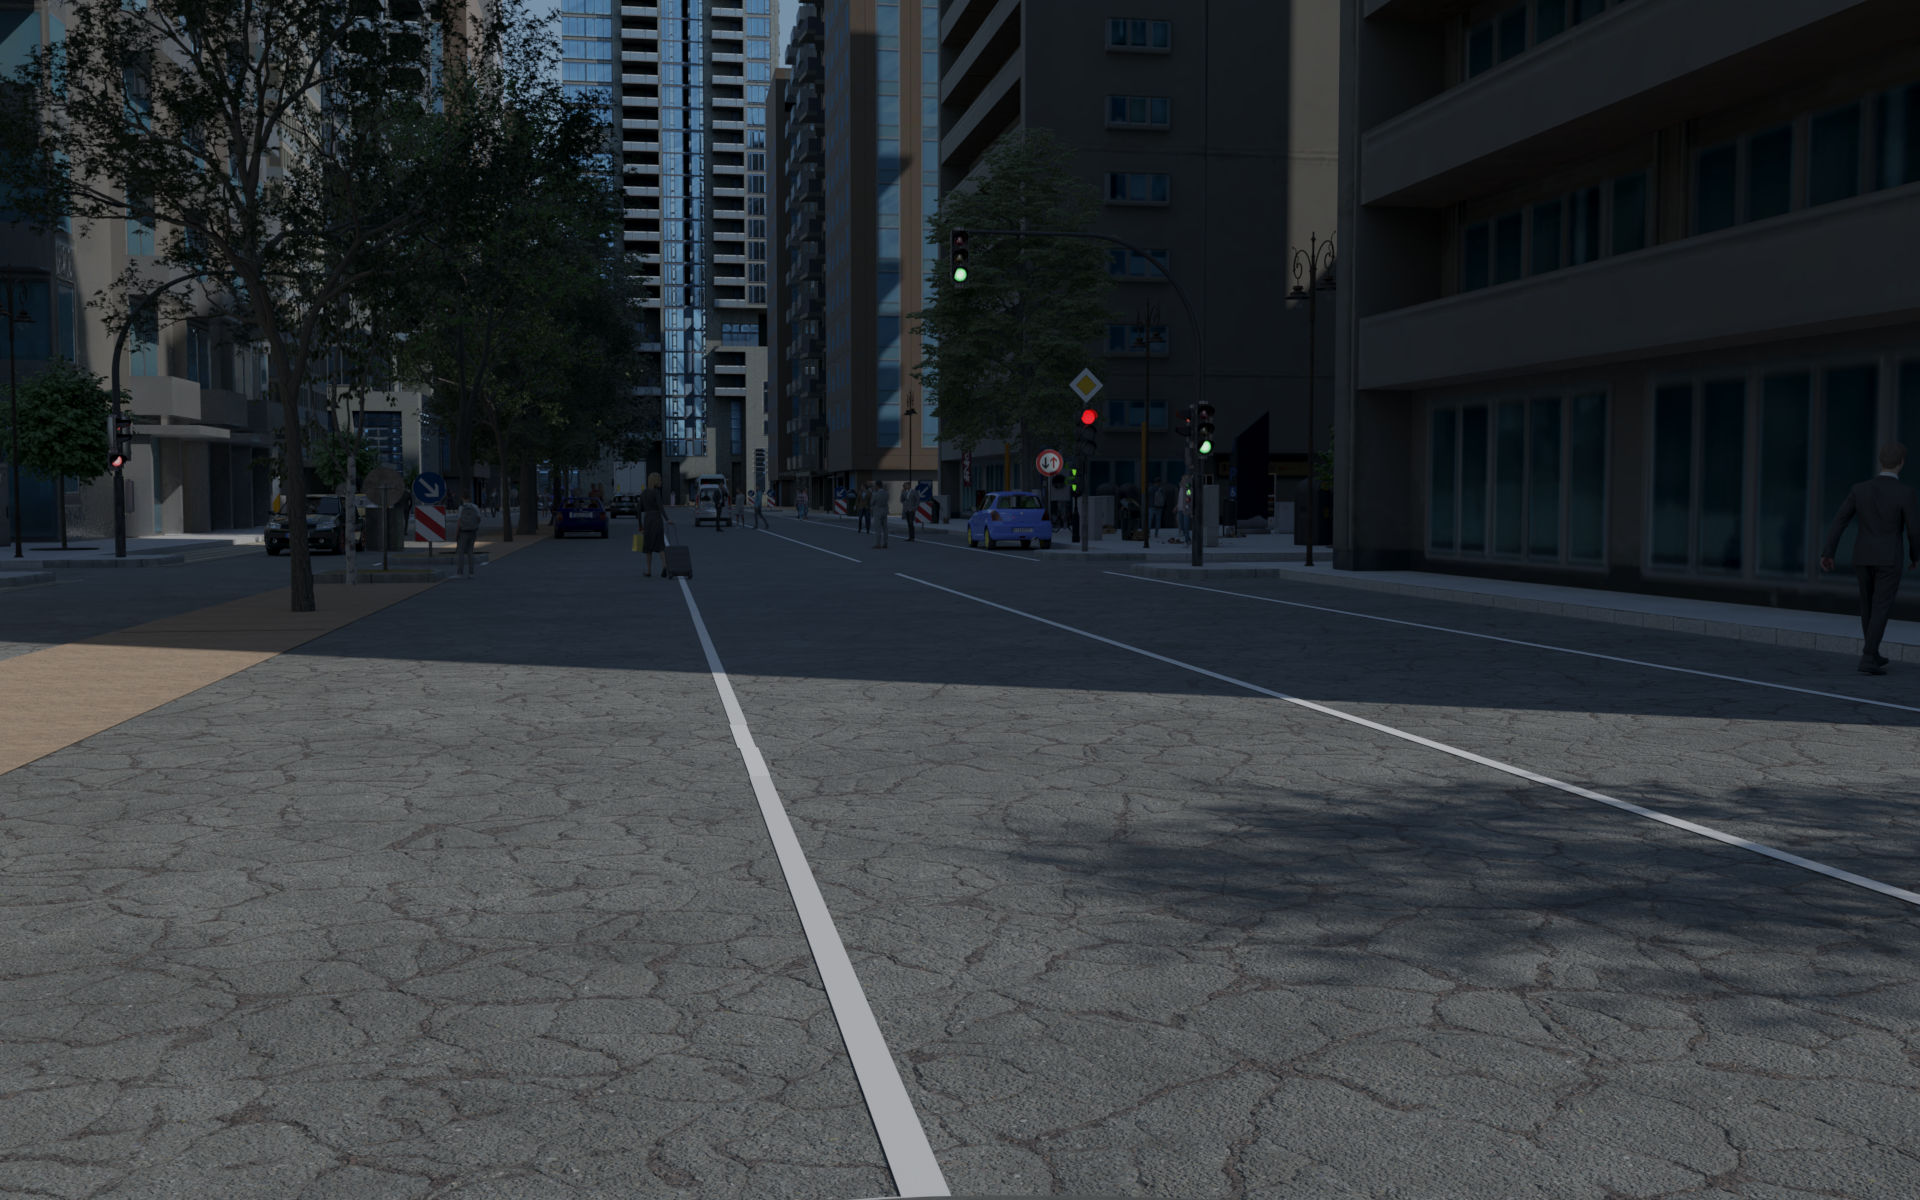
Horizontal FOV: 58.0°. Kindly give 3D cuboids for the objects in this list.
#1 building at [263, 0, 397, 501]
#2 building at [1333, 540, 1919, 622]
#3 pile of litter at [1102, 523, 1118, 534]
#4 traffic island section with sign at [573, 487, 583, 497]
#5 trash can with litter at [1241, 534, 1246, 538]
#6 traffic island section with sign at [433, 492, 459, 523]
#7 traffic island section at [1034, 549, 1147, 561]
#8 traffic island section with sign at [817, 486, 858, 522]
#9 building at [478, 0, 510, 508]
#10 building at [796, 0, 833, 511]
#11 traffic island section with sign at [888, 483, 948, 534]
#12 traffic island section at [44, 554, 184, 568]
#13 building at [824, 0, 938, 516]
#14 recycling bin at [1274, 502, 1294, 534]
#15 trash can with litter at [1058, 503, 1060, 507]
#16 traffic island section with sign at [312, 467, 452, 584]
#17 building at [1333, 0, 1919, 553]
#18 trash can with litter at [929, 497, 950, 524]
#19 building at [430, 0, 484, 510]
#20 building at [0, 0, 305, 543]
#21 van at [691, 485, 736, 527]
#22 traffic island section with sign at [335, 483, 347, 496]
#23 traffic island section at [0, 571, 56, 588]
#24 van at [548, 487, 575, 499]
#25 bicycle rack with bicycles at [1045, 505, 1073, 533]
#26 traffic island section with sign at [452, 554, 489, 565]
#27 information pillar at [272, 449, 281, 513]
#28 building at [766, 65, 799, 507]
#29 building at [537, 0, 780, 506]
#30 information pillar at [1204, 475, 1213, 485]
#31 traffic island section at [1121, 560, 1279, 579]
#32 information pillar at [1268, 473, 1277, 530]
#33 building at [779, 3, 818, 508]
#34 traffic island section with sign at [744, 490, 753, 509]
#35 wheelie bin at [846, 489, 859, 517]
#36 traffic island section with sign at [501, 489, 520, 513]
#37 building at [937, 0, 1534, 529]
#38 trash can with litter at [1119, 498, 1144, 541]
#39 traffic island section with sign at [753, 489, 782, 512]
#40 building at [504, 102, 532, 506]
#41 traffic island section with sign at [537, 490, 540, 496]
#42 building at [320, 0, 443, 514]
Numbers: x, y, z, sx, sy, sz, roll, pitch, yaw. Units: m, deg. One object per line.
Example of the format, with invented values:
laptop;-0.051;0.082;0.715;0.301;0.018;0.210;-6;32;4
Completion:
building;-47.616;-24.435;91.389;32.217;40.220;23.993;-1;4;-10
building;18.702;-24.217;19.650;21.300;48.544;21.600;-1;4;-10
pile of litter;4.637;-2.591;56.327;1.176;0.858;1.719;3;4;37
traffic island section with sign;-24.239;-6.217;109.784;2.006;1.907;1.989;-1;4;-10
trash can with litter;7.590;-2.444;51.010;2.233;1.210;1.678;-2;4;-34
traffic island section with sign;-26.015;-4.772;86.650;1.989;1.847;2.006;-1;4;-10
traffic island section;2.808;-1.001;38.643;2.009;0.180;2.903;-1;4;-10
traffic island section with sign;-6.352;-4.939;89.381;1.989;1.847;2.006;-1;4;-10
building;-58.971;-38.316;168.466;28.212;58.520;21.231;-1;4;-10
building;-0.459;-29.056;129.696;22.147;44.769;28.867;-1;4;-10
traffic island section with sign;-1.562;-3.317;62.853;1.989;1.847;2.006;-1;4;-10
traffic island section;-17.015;-0.783;35.084;2.009;0.180;2.903;-1;4;-10
building;-0.694;-27.914;106.507;14.600;45.320;14.200;-1;4;-10
recycling bin;10.628;-2.667;56.158;0.722;1.027;0.722;0;4;-3
trash can with litter;3.316;-3.442;67.657;1.055;1.170;0.624;-1;4;-20
traffic island section with sign;-9.580;-1.248;28.546;2.006;1.907;1.989;-1;4;-10
building;23.007;-26.108;50.565;21.600;48.544;21.300;-1;4;-10
trash can with litter;-0.884;-3.875;74.739;1.055;1.170;0.624;0;4;-2
building;-47.449;-30.269;145.016;14.600;45.320;14.200;-1;4;-10
building;-35.285;-26.633;55.062;23.786;49.044;30.456;-1;4;-10
van;-11.030;-4.306;77.411;2.013;2.044;4.112;-1;4;-8
traffic island section with sign;-21.071;-3.103;59.355;1.989;1.847;2.006;-1;4;-10
traffic island section;-15.597;-0.302;27.226;2.009;0.180;2.903;-1;4;-10
van;-34.440;-8.919;150.211;2.240;2.365;5.245;-1;4;-10
bicycle rack with bicycles;3.268;-2.783;58.879;2.925;0.926;2.852;-3;5;-43
traffic island section with sign;-10.886;-1.694;35.837;2.006;1.907;1.989;-1;4;-10
information pillar;-31.267;-5.372;79.183;0.504;3.616;0.183;2;4;35
building;-12.677;-32.428;180.310;14.600;45.320;14.200;-1;4;-10
building;-34.457;-54.490;203.583;31.000;86.520;22.319;-1;4;-10
information pillar;9.383;-3.734;65.550;0.304;2.012;0.304;-1;4;-13
traffic island section;4.226;-0.520;30.785;2.009;0.180;2.903;-1;4;-10
information pillar;11.142;-3.513;61.923;0.304;2.012;0.304;1;4;16
building;-4.242;-32.994;159.068;23.786;49.044;30.456;-1;4;-10
traffic island section with sign;-20.118;-9.607;165.698;1.989;1.847;2.006;-1;4;-10
wheelie bin;-6.121;-5.540;98.482;0.693;1.594;0.980;-1;4;-18
traffic island section with sign;-34.775;-7.747;135.289;1.989;1.847;2.006;-1;4;-10
building;11.192;-27.914;80.095;21.300;48.544;21.600;-1;4;-10
trash can with litter;4.823;-2.206;47.459;0.624;1.170;1.055;-2;4;-27
traffic island section with sign;-15.345;-7.984;139.167;1.989;1.847;2.006;-1;4;-10
building;-56.031;-33.457;197.138;14.200;45.320;14.600;-1;4;-10
traffic island section with sign;-39.847;-9.465;163.373;1.989;1.847;2.006;-1;4;-10
building;-47.849;-49.382;120.072;22.319;86.520;31.000;-1;4;-10
